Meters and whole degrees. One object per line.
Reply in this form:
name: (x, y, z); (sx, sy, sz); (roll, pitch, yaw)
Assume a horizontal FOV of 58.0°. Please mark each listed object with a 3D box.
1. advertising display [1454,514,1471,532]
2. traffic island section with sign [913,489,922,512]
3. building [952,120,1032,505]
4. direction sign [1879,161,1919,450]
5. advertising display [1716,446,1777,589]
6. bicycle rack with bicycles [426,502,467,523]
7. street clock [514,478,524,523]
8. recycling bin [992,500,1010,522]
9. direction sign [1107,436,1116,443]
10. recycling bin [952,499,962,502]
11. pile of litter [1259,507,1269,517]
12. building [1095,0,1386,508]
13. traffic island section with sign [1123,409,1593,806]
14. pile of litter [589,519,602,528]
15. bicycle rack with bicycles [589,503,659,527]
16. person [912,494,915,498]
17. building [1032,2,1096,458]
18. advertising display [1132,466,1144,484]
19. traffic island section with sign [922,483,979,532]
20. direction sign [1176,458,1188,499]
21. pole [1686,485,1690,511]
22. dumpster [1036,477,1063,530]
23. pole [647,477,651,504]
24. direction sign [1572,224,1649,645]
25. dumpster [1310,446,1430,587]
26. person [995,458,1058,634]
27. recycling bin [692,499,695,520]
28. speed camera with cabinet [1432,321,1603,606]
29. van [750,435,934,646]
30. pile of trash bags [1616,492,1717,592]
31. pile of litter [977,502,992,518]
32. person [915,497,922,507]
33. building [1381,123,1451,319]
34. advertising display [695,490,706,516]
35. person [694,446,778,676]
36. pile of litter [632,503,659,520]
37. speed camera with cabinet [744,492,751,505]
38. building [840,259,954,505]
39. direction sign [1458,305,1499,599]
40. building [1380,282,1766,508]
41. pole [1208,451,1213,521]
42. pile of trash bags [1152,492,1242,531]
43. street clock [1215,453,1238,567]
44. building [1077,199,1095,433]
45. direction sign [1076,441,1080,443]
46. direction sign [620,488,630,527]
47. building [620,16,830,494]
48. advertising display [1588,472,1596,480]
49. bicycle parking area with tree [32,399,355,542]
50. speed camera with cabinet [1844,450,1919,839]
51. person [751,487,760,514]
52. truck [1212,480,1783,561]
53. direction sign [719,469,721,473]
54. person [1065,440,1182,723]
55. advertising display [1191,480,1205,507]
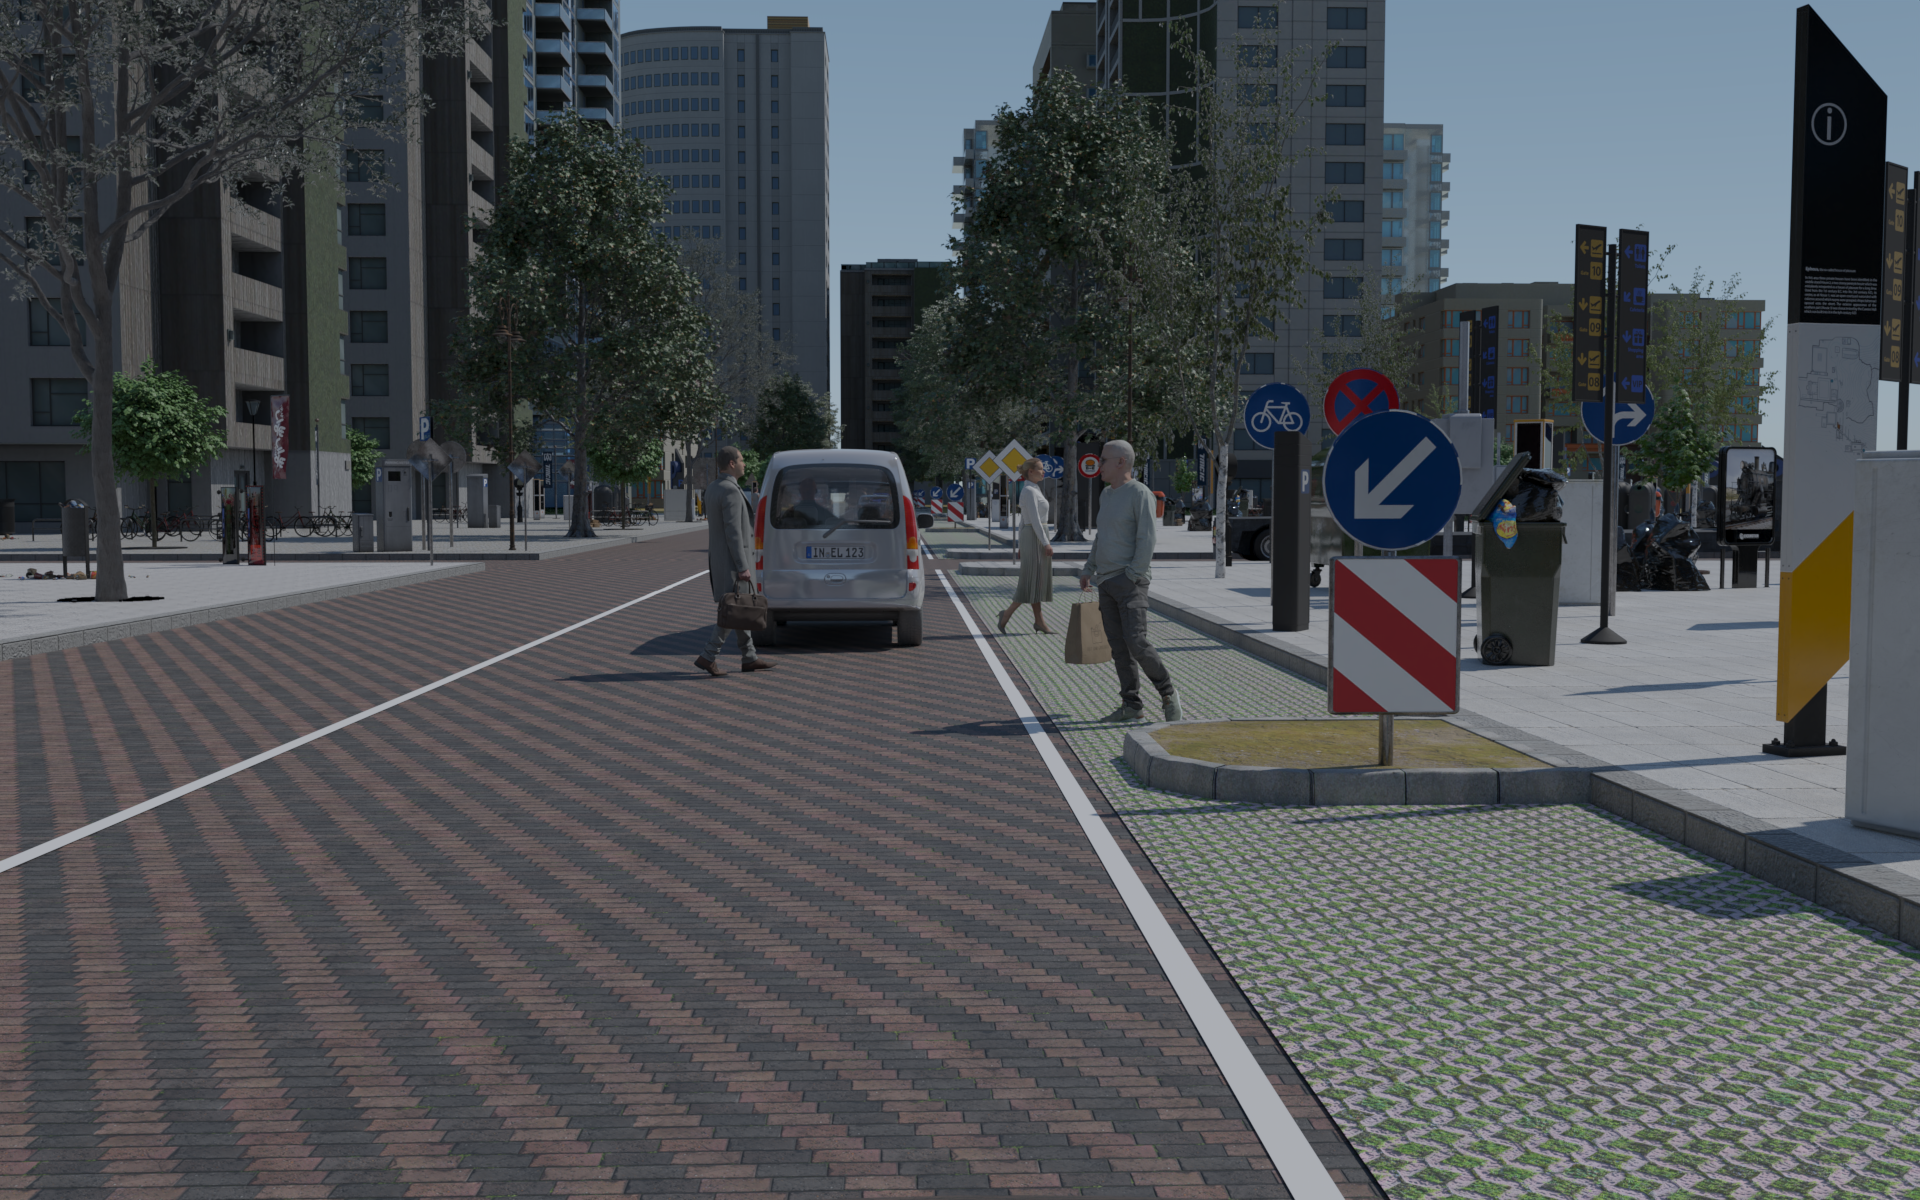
advertising display: (15.951, -3.064, 55.315); (0.974, 1.923, 0.123); (-2, 4, -30)
traffic island section with sign: (-1.378, -5.123, 92.384); (1.989, 1.847, 2.006); (0, 4, -2)
building: (14.187, -36.761, 220.647); (30.456, 49.044, 23.786); (0, 4, -2)
direction sign: (6.622, -1.233, 12.165); (0.876, 3.537, 0.379); (-3, 5, -41)
advertising display: (10.697, -1.122, 23.565); (0.974, 1.923, 0.123); (-2, 4, -25)
bicycle rack with bicycles: (-22.539, -3.956, 78.060); (2.852, 0.926, 2.925); (3, 5, 41)
street clock: (-19.781, -4.479, 77.803); (0.358, 2.002, 0.471); (2, 4, 33)
recycling bin: (1.868, -4.082, 79.296); (0.722, 1.027, 0.722); (1, 4, 12)
direction sign: (5.185, -3.970, 56.900); (0.876, 3.537, 0.379); (3, 5, 43)
recycling bin: (-0.041, -6.008, 110.789); (0.722, 1.027, 0.722); (3, 4, 39)
pile of litter: (13.916, -3.847, 76.860); (1.719, 0.858, 1.176); (1, 4, 11)
building: (19.590, -42.474, 132.699); (20.563, 71.187, 20.611); (0, 4, -2)
traffic island section with sign: (1.886, -0.015, 8.867); (1.989, 1.847, 2.006); (0, 4, -2)
pile of litter: (-14.278, -3.224, 66.675); (1.176, 0.858, 1.719); (1, 4, 23)
bicycle rack with bicycles: (-13.510, -3.448, 69.756); (2.925, 0.926, 2.852); (-2, 4, -35)
person: (-4.754, -10.210, 176.903); (0.415, 1.643, 0.593); (0, 4, -5)
building: (18.506, -33.350, 168.971); (21.300, 48.544, 21.600); (0, 4, -2)
advertising display: (3.953, -2.108, 39.686); (0.123, 1.923, 0.974); (-1, 4, -19)
traffic island section with sign: (-0.307, -3.454, 65.098); (1.989, 1.847, 2.006); (0, 4, -2)
direction sign: (13.911, -7.131, 108.592); (0.876, 3.537, 0.379); (-1, 4, -23)
pole: (35.426, -5.529, 84.250); (0.158, 3.312, 0.155); (0, 3, 0)
dumpster: (3.082, -3.389, 61.173); (1.264, 1.857, 1.865); (0, 4, -2)
pole: (-19.393, -6.984, 108.024); (0.158, 3.312, 0.155); (0, 3, 0)
direction sign: (5.544, -1.395, 14.812); (0.876, 3.537, 0.379); (-2, 4, -29)
dumpster: (5.399, -1.253, 22.973); (1.502, 2.255, 1.985); (0, 4, -2)
person: (0.677, -0.540, 17.557); (0.641, 1.798, 0.478); (1, 4, 11)
recycling bin: (-13.811, -4.571, 87.282); (0.722, 1.027, 0.722); (-2, 4, -29)
speed camera with cabinet: (6.483, -1.577, 20.113); (2.038, 3.252, 0.660); (0, 4, 2)
van: (-1.247, -0.654, 17.701); (2.013, 2.044, 4.112); (0, 4, -3)
pile of trash bags: (9.149, -0.891, 24.319); (1.912, 1.369, 3.447); (0, 4, 6)
pile of litter: (1.181, -4.808, 92.577); (1.719, 0.858, 1.176); (1, 4, 22)
person: (-4.453, -10.319, 177.941); (1.217, 1.743, 0.721); (0, 4, 0)
building: (45.796, -36.845, 222.017); (30.456, 49.044, 23.786); (0, 4, -2)
advertising display: (-15.089, -5.837, 100.653); (0.123, 1.923, 0.974); (-3, 5, -44)
person: (-1.783, -0.317, 13.780); (0.767, 1.812, 0.694); (-2, 4, -25)
pile of litter: (-15.402, -4.336, 84.852); (1.176, 0.858, 1.719); (-2, 4, -30)
speed camera with cabinet: (-14.620, -7.295, 113.606); (0.660, 3.252, 2.038); (3, 5, 40)
building: (-7.892, -27.152, 215.628); (14.107, 30.474, 14.160); (0, 4, -2)
direction sign: (6.347, -1.792, 21.290); (0.379, 3.537, 0.876); (-1, 4, -13)
building: (56.573, -19.724, 167.528); (28.899, 21.520, 27.650); (0, 4, -2)
pole: (11.740, -5.336, 81.094); (0.158, 3.312, 0.155); (0, 3, 0)
pile of trash bags: (8.222, -3.087, 60.229); (3.447, 1.369, 1.912); (1, 4, 19)
street clock: (4.695, -1.593, 30.620); (0.358, 2.002, 0.471); (-1, 4, -17)
building: (16.538, -23.214, 151.244); (14.160, 30.474, 14.107); (0, 4, -2)
direction sign: (4.612, -4.821, 70.822); (0.876, 3.537, 0.379); (3, 5, 40)
direction sign: (-12.954, -4.577, 66.835); (0.379, 3.537, 0.876); (-2, 4, -26)
building: (-30.504, -41.305, 217.329); (28.212, 58.520, 21.231); (0, 4, -2)
advertising display: (18.713, -2.821, 51.341); (0.123, 1.923, 0.974); (2, 4, 25)
bicycle parking area with tree: (-21.661, -3.859, 50.101); (9.016, 4.147, 8.231); (1, 4, 21)
speed camera with cabinet: (4.444, -0.759, 6.753); (2.038, 3.252, 0.660); (-2, 4, -24)
person: (-9.980, -4.711, 85.891); (0.716, 1.782, 0.532); (2, 4, 33)
truck: (14.735, -2.799, 35.525); (18.799, 4.110, 2.967); (0, 4, 0)
direction sign: (-13.190, -6.339, 95.634); (0.379, 3.537, 0.876); (-1, 4, -18)
person: (1.015, -0.116, 10.880); (0.515, 1.767, 0.782); (-2, 4, -29)
advertising display: (10.834, -4.501, 78.805); (0.123, 1.923, 0.974); (-2, 4, -24)
